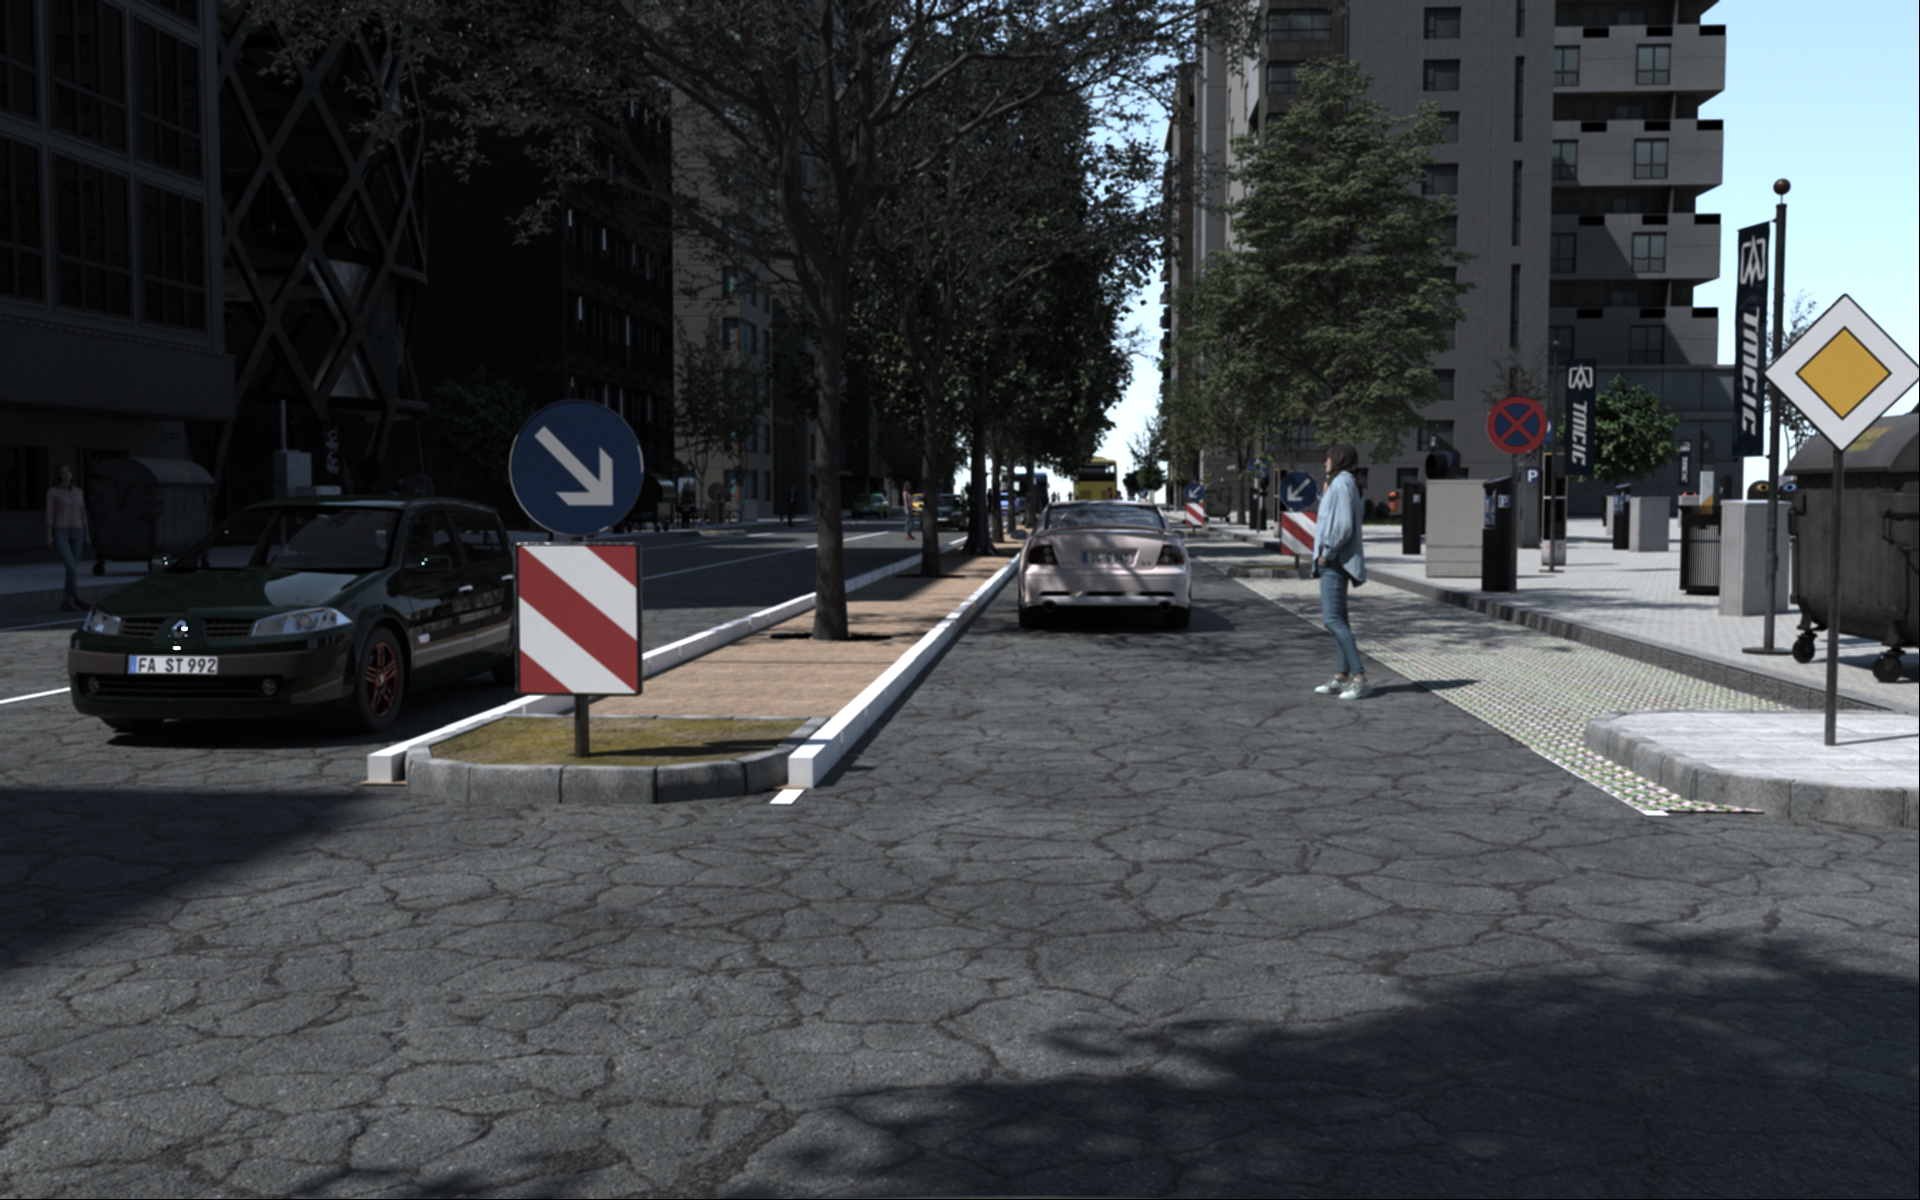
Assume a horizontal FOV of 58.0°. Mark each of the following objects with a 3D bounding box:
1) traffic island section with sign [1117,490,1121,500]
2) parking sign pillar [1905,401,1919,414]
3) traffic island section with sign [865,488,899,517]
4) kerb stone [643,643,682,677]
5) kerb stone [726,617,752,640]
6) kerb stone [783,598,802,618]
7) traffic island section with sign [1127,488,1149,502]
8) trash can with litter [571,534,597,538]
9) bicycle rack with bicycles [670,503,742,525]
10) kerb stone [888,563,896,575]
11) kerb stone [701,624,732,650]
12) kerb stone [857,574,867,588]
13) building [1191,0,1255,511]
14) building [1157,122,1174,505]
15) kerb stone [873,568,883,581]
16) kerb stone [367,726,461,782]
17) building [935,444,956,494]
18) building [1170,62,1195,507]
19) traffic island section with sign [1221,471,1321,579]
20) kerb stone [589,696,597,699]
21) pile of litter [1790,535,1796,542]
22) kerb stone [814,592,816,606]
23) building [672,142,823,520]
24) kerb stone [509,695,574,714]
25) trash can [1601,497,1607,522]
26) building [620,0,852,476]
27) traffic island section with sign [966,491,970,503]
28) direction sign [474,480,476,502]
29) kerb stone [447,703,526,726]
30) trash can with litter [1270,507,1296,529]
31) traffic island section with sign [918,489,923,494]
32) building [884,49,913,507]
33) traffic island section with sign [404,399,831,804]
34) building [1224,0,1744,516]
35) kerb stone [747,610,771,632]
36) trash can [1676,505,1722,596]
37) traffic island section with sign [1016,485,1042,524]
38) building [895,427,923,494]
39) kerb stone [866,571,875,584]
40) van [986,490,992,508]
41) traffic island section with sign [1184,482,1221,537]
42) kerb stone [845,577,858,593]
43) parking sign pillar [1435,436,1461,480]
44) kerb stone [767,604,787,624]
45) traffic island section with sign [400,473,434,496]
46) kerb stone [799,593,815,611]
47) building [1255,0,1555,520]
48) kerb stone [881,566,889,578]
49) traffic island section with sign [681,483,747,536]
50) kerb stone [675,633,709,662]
[{"bbox_3d":[13.295,-7.763,135.558,1.989,1.847,2.006,0,4,4],"label":"traffic island section with sign"},{"bbox_3d":[22.344,-3.176,40.395,1.447,3.967,1.447,-2,4,-33],"label":"parking sign pillar"},{"bbox_3d":[-4.891,-6.131,108.866,1.989,1.847,2.006,0,4,4],"label":"traffic island section with sign"},{"bbox_3d":[-2.468,0.492,14.162,0.120,0.150,1.000,0,4,4],"label":"kerb stone"},{"bbox_3d":[-2.254,0.305,17.232,0.120,0.150,1.000,0,4,4],"label":"kerb stone"},{"bbox_3d":[-2.019,0.117,20.290,0.120,0.150,1.000,0,4,4],"label":"kerb stone"},{"bbox_3d":[11.361,-6.116,108.626,1.989,1.847,2.006,0,4,4],"label":"traffic island section with sign"},{"bbox_3d":[-11.124,-2.440,51.276,1.055,1.170,0.624,3,5,44],"label":"trash can with litter"},{"bbox_3d":[-10.836,-3.623,72.617,2.925,0.926,2.852,0,4,6],"label":"bicycle rack with bicycles"},{"bbox_3d":[-1.292,-0.505,30.518,0.120,0.150,1.000,0,4,4],"label":"kerb stone"},{"bbox_3d":[-2.323,0.366,16.212,0.120,0.150,1.000,0,4,4],"label":"kerb stone"},{"bbox_3d":[-1.575,-0.258,26.420,0.120,0.150,1.000,0,4,4],"label":"kerb stone"},{"bbox_3d":[29.507,-36.575,140.007,21.231,58.520,28.212,0,4,4],"label":"building"},{"bbox_3d":[34.423,-33.232,197.962,22.147,44.769,28.867,0,4,4],"label":"building"},{"bbox_3d":[-1.427,-0.384,28.477,0.120,0.150,1.000,0,4,4],"label":"kerb stone"},{"bbox_3d":[-2.832,0.812,9.056,0.120,0.150,1.000,0,4,4],"label":"kerb stone"},{"bbox_3d":[-15.419,-23.118,223.014,27.650,21.520,28.899,0,4,4],"label":"building"},{"bbox_3d":[28.876,-32.210,176.751,14.600,45.320,14.200,0,4,4],"label":"building"},{"bbox_3d":[5.670,-1.311,30.067,1.989,1.847,2.006,0,4,4],"label":"traffic island section with sign"},{"bbox_3d":[-2.617,0.616,12.123,0.120,0.150,1.000,0,4,4],"label":"kerb stone"},{"bbox_3d":[21.934,-1.996,46.600,1.719,0.858,1.176,0,4,1],"label":"pile of litter"},{"bbox_3d":[-1.871,-0.005,22.340,0.120,0.150,1.000,0,4,4],"label":"kerb stone"},{"bbox_3d":[-23.549,-15.644,100.816,27.650,21.520,28.899,0,4,4],"label":"building"},{"bbox_3d":[-2.684,0.679,11.101,0.120,0.150,1.000,0,4,4],"label":"kerb stone"},{"bbox_3d":[28.765,-3.975,76.652,0.748,1.137,0.748,0,3,0],"label":"trash can"},{"bbox_3d":[-23.173,-32.987,128.570,28.713,52.752,27.495,0,4,4],"label":"building"},{"bbox_3d":[1.087,-11.180,191.423,1.989,1.847,2.006,0,4,4],"label":"traffic island section with sign"},{"bbox_3d":[-15.451,-3.862,55.142,0.876,3.537,0.379,1,4,9],"label":"direction sign"},{"bbox_3d":[-2.762,0.747,10.080,0.120,0.150,1.000,0,4,4],"label":"kerb stone"},{"bbox_3d":[11.759,-3.217,63.651,2.233,1.210,1.678,0,4,-1],"label":"trash can with litter"},{"bbox_3d":[-2.931,-7.787,135.940,1.989,1.847,2.006,0,4,4],"label":"traffic island section with sign"},{"bbox_3d":[-15.617,-45.462,181.552,20.563,71.187,20.611,0,4,4],"label":"building"},{"bbox_3d":[-1.792,-0.051,8.964,2.006,1.907,1.989,0,4,4],"label":"traffic island section with sign"},{"bbox_3d":[31.768,-31.966,111.888,28.713,52.752,27.495,0,4,4],"label":"building"},{"bbox_3d":[-2.172,0.245,18.251,0.120,0.150,1.000,0,4,4],"label":"kerb stone"},{"bbox_3d":[9.508,-0.637,22.065,0.748,1.137,0.748,0,3,0],"label":"trash can"},{"bbox_3d":[3.621,-4.634,83.908,2.006,1.907,1.989,0,4,4],"label":"traffic island section with sign"},{"bbox_3d":[-10.832,-33.624,199.856,14.600,45.320,14.200,0,4,4],"label":"building"},{"bbox_3d":[-1.509,-0.321,27.441,0.120,0.150,1.000,0,4,4],"label":"kerb stone"},{"bbox_3d":[3.432,-10.379,176.702,2.013,2.044,4.112,0,4,6],"label":"van"},{"bbox_3d":[7.689,-3.015,57.921,1.989,1.847,2.006,0,4,4],"label":"traffic island section with sign"},{"bbox_3d":[-1.656,-0.196,25.402,0.120,0.150,1.000,0,4,4],"label":"kerb stone"},{"bbox_3d":[21.700,-5.442,77.447,1.447,3.967,1.447,-3,4,-37],"label":"parking sign pillar"},{"bbox_3d":[-2.094,0.182,19.270,0.120,0.150,1.000,0,4,4],"label":"kerb stone"},{"bbox_3d":[-10.404,-1.468,32.626,1.989,1.847,2.006,0,4,4],"label":"traffic island section with sign"},{"bbox_3d":[-1.952,0.054,21.310,0.120,0.150,1.000,0,4,4],"label":"kerb stone"},{"bbox_3d":[22.738,-19.615,92.402,14.160,30.474,14.107,0,4,4],"label":"building"},{"bbox_3d":[-1.361,-0.447,29.497,0.120,0.150,1.000,0,4,4],"label":"kerb stone"},{"bbox_3d":[-8.439,-3.128,59.778,1.989,1.847,2.006,0,4,4],"label":"traffic island section with sign"},{"bbox_3d":[-2.395,0.431,15.193,0.120,0.150,1.000,0,4,4],"label":"kerb stone"}]
